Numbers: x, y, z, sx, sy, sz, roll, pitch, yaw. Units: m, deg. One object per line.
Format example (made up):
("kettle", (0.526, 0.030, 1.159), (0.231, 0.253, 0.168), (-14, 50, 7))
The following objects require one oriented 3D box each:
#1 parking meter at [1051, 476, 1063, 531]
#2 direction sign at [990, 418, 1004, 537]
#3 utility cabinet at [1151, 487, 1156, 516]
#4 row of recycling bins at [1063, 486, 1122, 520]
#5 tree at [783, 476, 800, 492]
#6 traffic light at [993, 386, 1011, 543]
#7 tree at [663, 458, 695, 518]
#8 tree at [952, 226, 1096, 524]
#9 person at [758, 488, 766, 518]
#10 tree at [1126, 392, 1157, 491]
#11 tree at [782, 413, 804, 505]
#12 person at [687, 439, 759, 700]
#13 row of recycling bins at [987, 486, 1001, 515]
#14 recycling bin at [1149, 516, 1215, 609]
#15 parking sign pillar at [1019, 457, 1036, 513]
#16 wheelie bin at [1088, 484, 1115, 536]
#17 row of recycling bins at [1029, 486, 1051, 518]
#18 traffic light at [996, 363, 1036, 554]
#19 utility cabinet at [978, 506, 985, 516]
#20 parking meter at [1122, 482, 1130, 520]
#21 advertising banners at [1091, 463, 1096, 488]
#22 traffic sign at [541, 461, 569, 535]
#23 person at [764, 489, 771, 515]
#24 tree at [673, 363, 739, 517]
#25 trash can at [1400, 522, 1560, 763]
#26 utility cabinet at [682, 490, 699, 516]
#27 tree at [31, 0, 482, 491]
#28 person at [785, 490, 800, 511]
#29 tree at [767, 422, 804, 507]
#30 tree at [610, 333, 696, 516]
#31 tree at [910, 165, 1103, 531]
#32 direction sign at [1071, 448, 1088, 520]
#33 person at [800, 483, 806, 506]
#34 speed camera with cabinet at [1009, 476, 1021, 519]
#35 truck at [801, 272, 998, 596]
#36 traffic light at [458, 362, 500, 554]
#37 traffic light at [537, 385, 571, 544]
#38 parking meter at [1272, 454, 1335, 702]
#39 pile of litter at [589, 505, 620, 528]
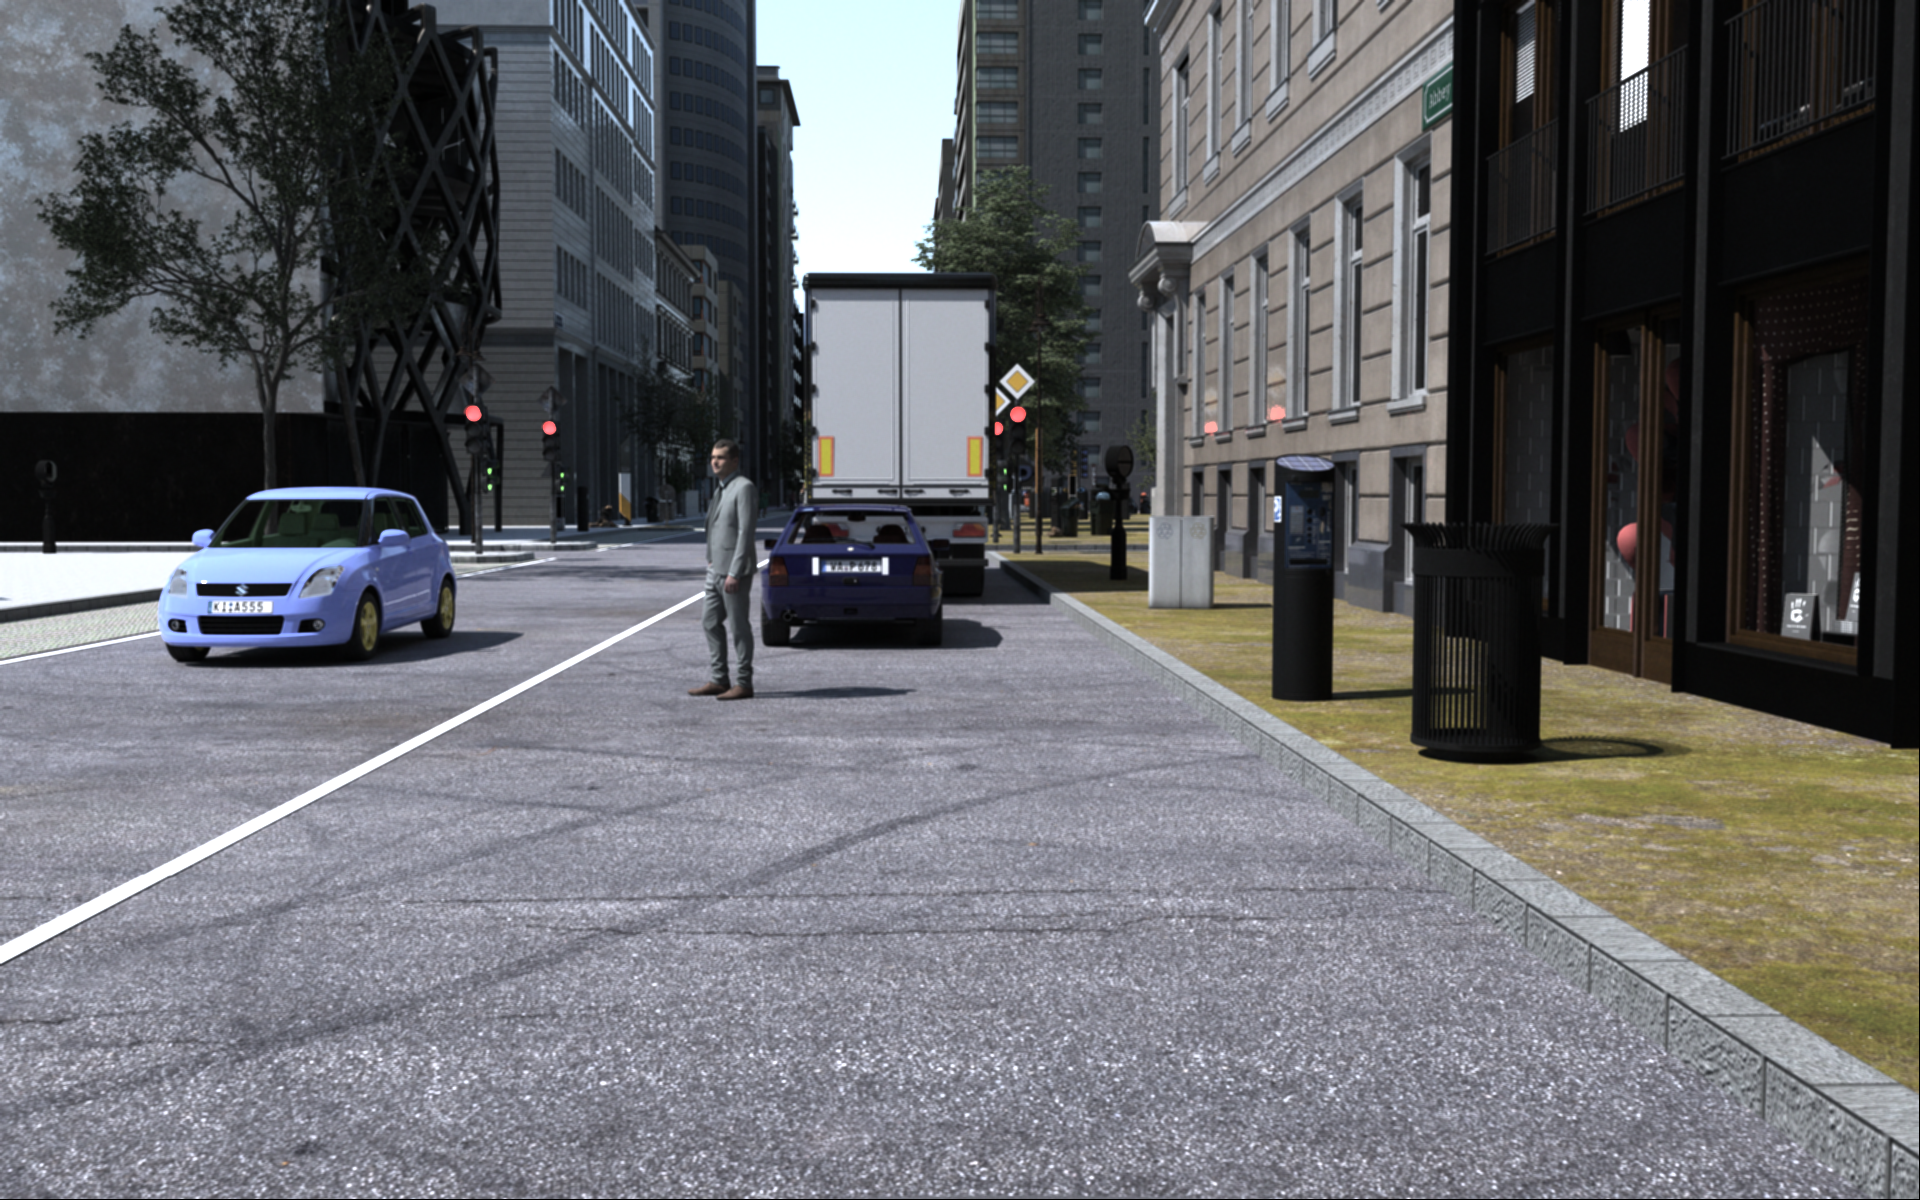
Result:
("parking meter", (3.067, -3.004, 54.833), (0.255, 1.863, 0.399), (2, 4, 34))
("direction sign", (1.089, -3.663, 51.888), (0.379, 3.537, 0.876), (-2, 4, -26))
("utility cabinet", (6.449, -2.785, 54.216), (0.318, 1.500, 1.173), (-2, 4, -32))
("row of recycling bins", (6.448, -4.868, 86.703), (3.534, 1.692, 1.069), (0, 4, 1))
("tree", (-18.051, -11.579, 183.915), (1.663, 3.219, 1.824), (0, 3, 0))
("traffic light", (0.920, -3.445, 45.254), (0.839, 4.253, 0.868), (0, 4, -2))
("tree", (-15.054, -6.019, 93.012), (1.663, 3.219, 1.824), (0, 3, 0))
("tree", (1.344, -9.601, 73.987), (9.611, 12.733, 9.660), (0, 3, 0))
("person", (-11.805, -5.774, 103.151), (0.529, 1.795, 0.600), (1, 4, 14))
("tree", (13.617, -10.259, 118.094), (4.737, 8.622, 4.395), (0, 3, 0))
("tree", (-18.419, -16.083, 197.362), (8.767, 10.594, 7.601), (0, 4, -3))
("person", (-1.610, -0.217, 12.146), (0.391, 1.810, 0.635), (-2, 4, -35))
("row of recycling bins", (1.815, -4.776, 85.205), (1.069, 1.692, 3.534), (0, 4, 1))
("recycling bin", (2.511, -0.433, 19.626), (0.722, 1.027, 0.722), (0, 4, 8))
("parking sign pillar", (4.413, -7.847, 116.771), (1.447, 3.967, 1.447), (1, 4, 20))
("wheelie bin", (4.397, -2.799, 53.677), (0.693, 1.594, 0.980), (-2, 4, -29))
("row of recycling bins", (4.418, -5.270, 93.279), (1.069, 1.692, 3.534), (1, 4, 12))
("traffic light", (1.209, -2.957, 37.274), (0.839, 4.253, 0.868), (0, 4, -2))
("utility cabinet", (0.842, -5.551, 99.443), (1.173, 1.500, 0.318), (-2, 4, -31))
("parking meter", (8.204, -4.904, 85.893), (0.399, 1.863, 0.255), (2, 4, 24))
("advertising banners", (8.042, -6.262, 98.578), (0.090, 3.025, 2.074), (3, 5, 39))
("traffic sign", (-12.747, -3.336, 54.554), (0.884, 2.594, 0.081), (0, 4, -2))
("person", (-13.320, -6.722, 118.650), (0.600, 1.795, 0.529), (2, 4, 25))
("tree", (-14.592, -9.026, 97.935), (4.737, 8.622, 4.395), (0, 3, 0))
("trash can", (2.524, 0.195, 8.458), (0.748, 1.137, 0.748), (0, 3, 0))
("utility cabinet", (-15.630, -5.605, 100.318), (0.318, 1.500, 1.173), (2, 4, 31))
("tree", (-12.182, -5.831, 29.754), (8.767, 10.594, 7.601), (1, 4, 17))
("person", (-13.763, -8.138, 142.281), (1.217, 1.743, 0.721), (0, 4, -4))
("tree", (-17.597, -13.825, 176.404), (4.360, 8.622, 3.978), (0, 3, 0))
("tree", (-13.819, -7.862, 78.899), (4.360, 8.622, 3.978), (0, 3, 0))
("tree", (1.335, -8.689, 60.200), (7.486, 12.596, 7.792), (0, 3, 0))
("direction sign", (5.892, -5.729, 85.664), (0.876, 3.537, 0.379), (1, 4, 19))
("person", (-4.717, -2.732, 53.349), (0.473, 1.802, 0.592), (0, 4, -1))
("speed camera with cabinet", (2.641, -5.822, 89.532), (0.660, 3.252, 2.038), (1, 4, 15))
("truck", (-0.931, -2.363, 27.544), (2.839, 4.237, 11.283), (0, 4, -2))
("traffic light", (-10.244, -2.931, 36.844), (0.839, 4.253, 0.868), (0, 4, -2))
("traffic light", (-10.534, -3.419, 44.824), (0.839, 4.253, 0.868), (0, 4, -2))
("parking meter", (2.150, -0.149, 10.839), (0.372, 1.533, 0.369), (0, 3, 0))
("pile of litter", (-13.811, -3.236, 66.870), (1.176, 0.858, 1.719), (-3, 4, -36))
